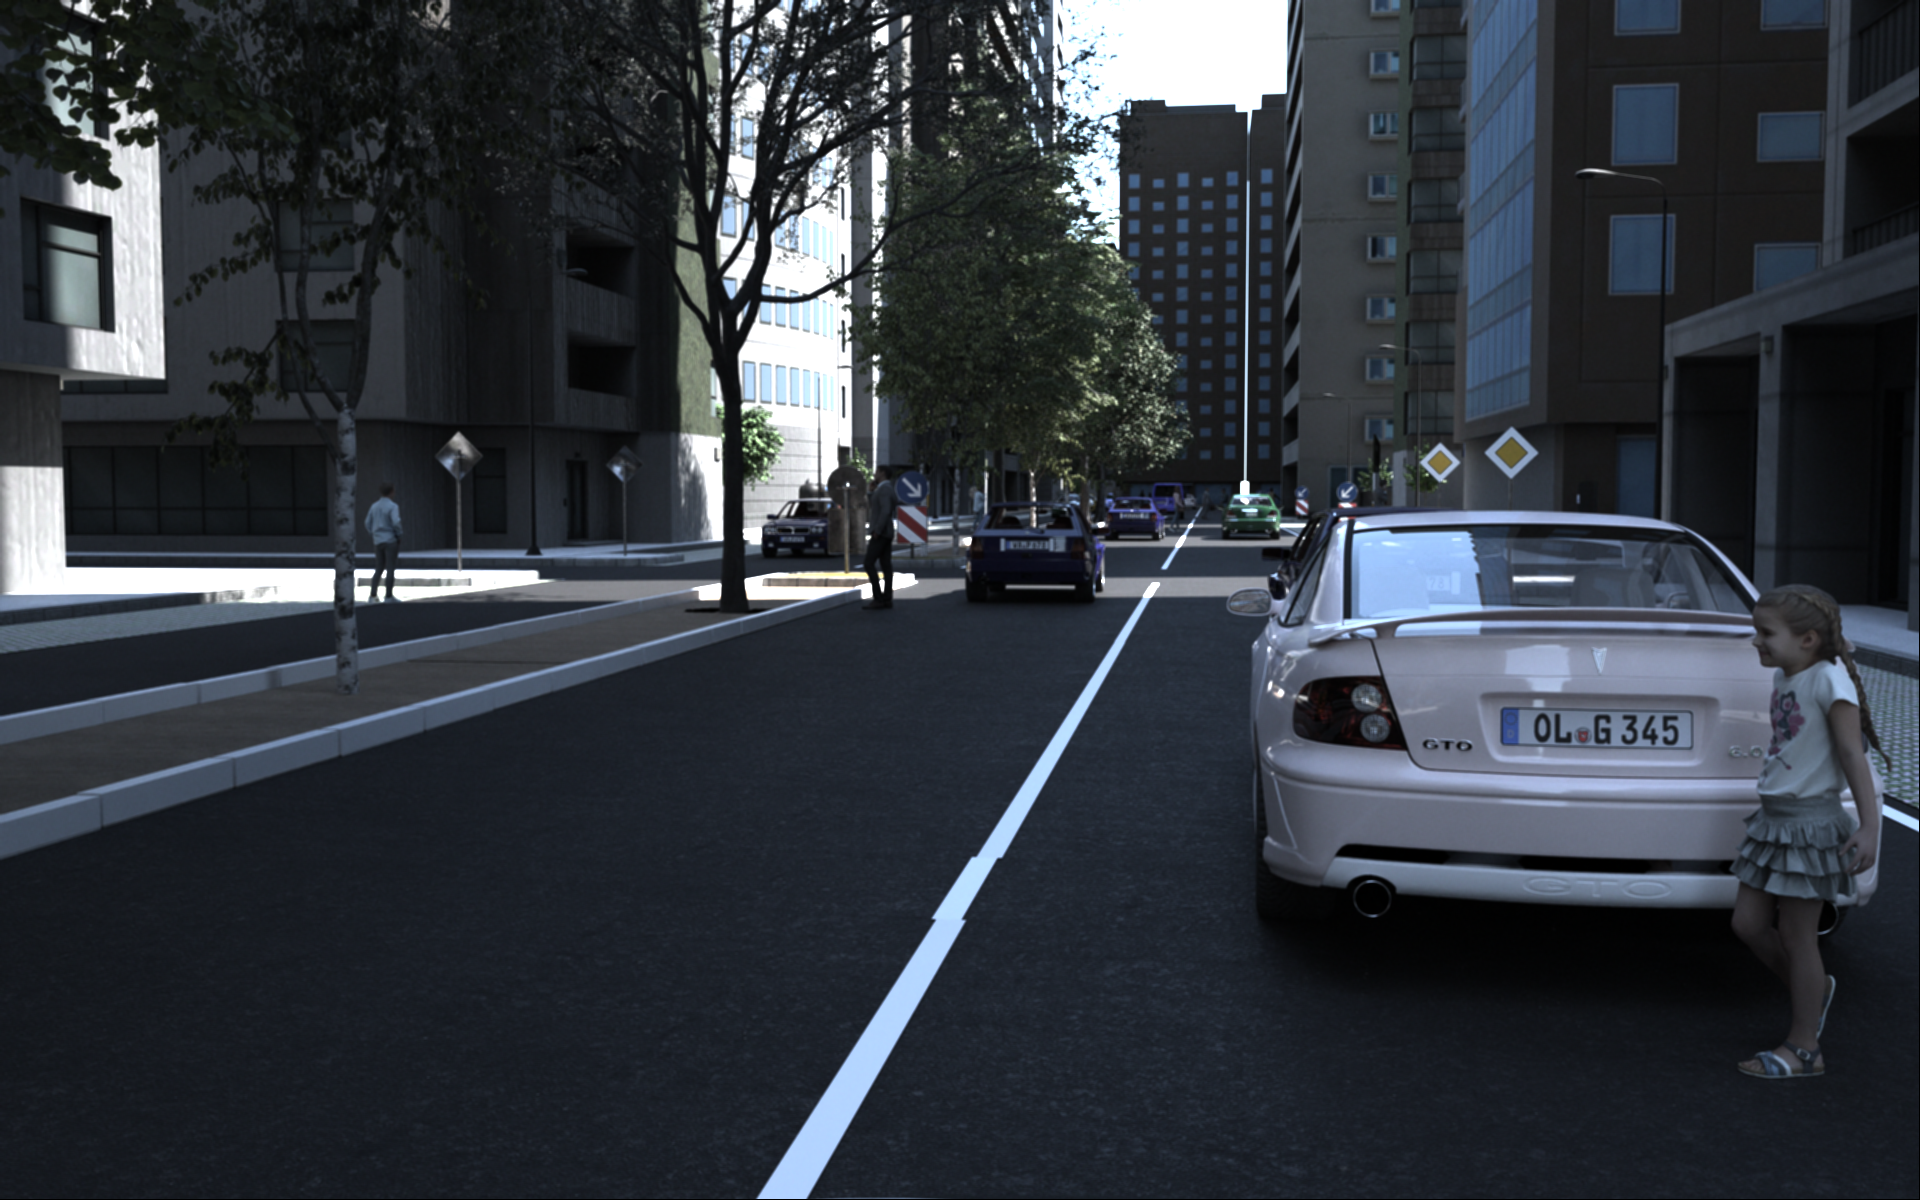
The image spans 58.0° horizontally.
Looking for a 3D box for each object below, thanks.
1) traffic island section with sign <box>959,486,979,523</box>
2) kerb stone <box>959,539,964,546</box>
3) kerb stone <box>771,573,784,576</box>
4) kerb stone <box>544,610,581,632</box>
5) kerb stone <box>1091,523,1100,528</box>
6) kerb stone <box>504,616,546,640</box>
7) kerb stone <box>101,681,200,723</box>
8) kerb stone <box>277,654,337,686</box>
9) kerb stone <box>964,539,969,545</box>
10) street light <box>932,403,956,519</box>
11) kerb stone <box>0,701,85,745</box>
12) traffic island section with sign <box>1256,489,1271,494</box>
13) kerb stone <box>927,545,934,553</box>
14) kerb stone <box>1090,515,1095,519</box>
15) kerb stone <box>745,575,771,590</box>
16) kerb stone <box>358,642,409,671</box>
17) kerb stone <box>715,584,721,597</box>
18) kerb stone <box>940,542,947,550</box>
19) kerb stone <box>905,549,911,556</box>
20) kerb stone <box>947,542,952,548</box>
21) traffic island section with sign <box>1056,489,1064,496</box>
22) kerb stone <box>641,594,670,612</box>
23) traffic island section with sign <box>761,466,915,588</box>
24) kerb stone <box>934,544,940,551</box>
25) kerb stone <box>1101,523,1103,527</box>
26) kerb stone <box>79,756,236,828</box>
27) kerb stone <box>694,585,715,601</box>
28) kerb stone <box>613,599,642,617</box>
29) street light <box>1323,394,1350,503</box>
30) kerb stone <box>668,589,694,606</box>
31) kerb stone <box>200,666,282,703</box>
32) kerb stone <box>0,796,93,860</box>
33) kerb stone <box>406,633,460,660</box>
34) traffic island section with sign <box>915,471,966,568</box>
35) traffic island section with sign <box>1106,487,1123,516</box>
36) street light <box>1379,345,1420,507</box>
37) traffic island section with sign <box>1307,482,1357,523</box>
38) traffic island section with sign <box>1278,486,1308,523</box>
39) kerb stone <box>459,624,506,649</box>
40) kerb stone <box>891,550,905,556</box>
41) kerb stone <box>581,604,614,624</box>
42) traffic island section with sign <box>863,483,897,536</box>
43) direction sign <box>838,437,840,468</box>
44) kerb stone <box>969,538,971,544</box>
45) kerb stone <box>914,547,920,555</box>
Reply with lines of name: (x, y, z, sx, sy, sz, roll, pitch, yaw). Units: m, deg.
traffic island section with sign: (0.764, -4.795, 87.025, 1.989, 1.847, 2.006, 1, 4, 8)
kerb stone: (-0.099, -1.536, 47.306, 0.120, 0.150, 1.000, 1, 4, 8)
kerb stone: (-2.959, -0.324, 27.490, 0.120, 0.150, 1.000, 1, 4, 8)
kerb stone: (-4.277, 0.235, 18.357, 0.120, 0.150, 1.000, 1, 4, 8)
kerb stone: (5.638, -3.069, 72.381, 0.120, 0.150, 1.000, 1, 4, 8)
kerb stone: (-4.421, 0.297, 17.346, 0.120, 0.150, 1.000, 1, 4, 8)
kerb stone: (-5.306, 0.669, 11.264, 0.120, 0.150, 1.000, 1, 4, 8)
kerb stone: (-5.000, 0.545, 13.292, 0.120, 0.150, 1.000, 1, 4, 8)
kerb stone: (0.050, -1.598, 48.328, 0.120, 0.150, 1.000, 1, 4, 8)
street light: (-0.737, -7.122, 88.984, 1.470, 5.913, 1.316, 1, 4, 8)
kerb stone: (-5.442, 0.732, 10.252, 0.120, 0.150, 1.000, 1, 4, 8)
traffic island section with sign: (23.858, -7.697, 134.471, 1.989, 1.847, 2.006, 1, 4, 8)
kerb stone: (-0.832, -1.225, 42.225, 0.120, 0.150, 1.000, 1, 4, 8)
kerb stone: (7.954, -4.949, 103.125, 0.120, 0.150, 1.000, 1, 4, 8)
kerb stone: (-3.105, -0.260, 26.475, 0.120, 0.150, 1.000, 1, 4, 8)
kerb stone: (-4.860, 0.482, 14.311, 0.120, 0.150, 1.000, 1, 4, 8)
kerb stone: (-3.397, -0.135, 24.444, 0.120, 0.150, 1.000, 1, 4, 8)
kerb stone: (-0.537, -1.347, 44.253, 0.120, 0.150, 1.000, 1, 4, 8)
kerb stone: (-1.277, -1.038, 39.187, 0.120, 0.150, 1.000, 1, 4, 8)
kerb stone: (-0.397, -1.411, 45.265, 0.120, 0.150, 1.000, 1, 4, 8)
traffic island section with sign: (7.953, -7.839, 136.793, 1.989, 1.847, 2.006, 1, 4, 8)
kerb stone: (-3.834, 0.048, 21.406, 0.120, 0.150, 1.000, 1, 4, 8)
traffic island section with sign: (-1.913, -1.172, 27.296, 2.006, 1.907, 1.989, 1, 4, 8)
kerb stone: (-0.686, -1.285, 43.241, 0.120, 0.150, 1.000, 1, 4, 8)
kerb stone: (5.931, -3.194, 74.418, 0.120, 0.150, 1.000, 1, 4, 8)
kerb stone: (-3.663, 0.874, 7.928, 0.120, 0.150, 1.000, 1, 4, 8)
kerb stone: (-3.544, -0.075, 23.429, 0.120, 0.150, 1.000, 1, 4, 8)
kerb stone: (-3.989, 0.111, 20.386, 0.120, 0.150, 1.000, 1, 4, 8)
street light: (17.557, -6.611, 80.633, 1.470, 5.913, 1.316, 1, 4, 8)
kerb stone: (-3.688, -0.014, 22.417, 0.120, 0.150, 1.000, 1, 4, 8)
kerb stone: (-5.146, 0.612, 12.281, 0.120, 0.150, 1.000, 1, 4, 8)
kerb stone: (-3.803, 0.942, 6.916, 0.120, 0.150, 1.000, 1, 4, 8)
kerb stone: (-4.720, 0.420, 15.323, 0.120, 0.150, 1.000, 1, 4, 8)
traffic island section with sign: (-0.845, -1.620, 34.626, 2.006, 1.907, 1.989, 1, 4, 8)
traffic island section with sign: (9.877, -6.169, 108.998, 2.006, 1.907, 1.989, 1, 4, 8)
street light: (13.772, -4.994, 54.192, 1.470, 5.913, 1.316, 1, 4, 8)
traffic island section with sign: (12.867, -3.040, 58.324, 1.989, 1.847, 2.006, 1, 4, 8)
traffic island section with sign: (16.906, -4.757, 86.400, 1.989, 1.847, 2.006, 1, 4, 8)
kerb stone: (-4.569, 0.364, 16.335, 0.120, 0.150, 1.000, 1, 4, 8)
kerb stone: (-1.419, -0.977, 38.172, 0.120, 0.150, 1.000, 1, 4, 8)
kerb stone: (-4.126, 0.173, 19.370, 0.120, 0.150, 1.000, 1, 4, 8)
traffic island section with sign: (-3.106, -3.152, 60.156, 1.989, 1.847, 2.006, 1, 4, 8)
direction sign: (-4.821, -4.714, 69.066, 0.379, 3.537, 0.876, 0, 4, -2)
kerb stone: (0.196, -1.657, 49.340, 0.120, 0.150, 1.000, 1, 4, 8)
kerb stone: (-1.121, -1.101, 40.197, 0.120, 0.150, 1.000, 1, 4, 8)
